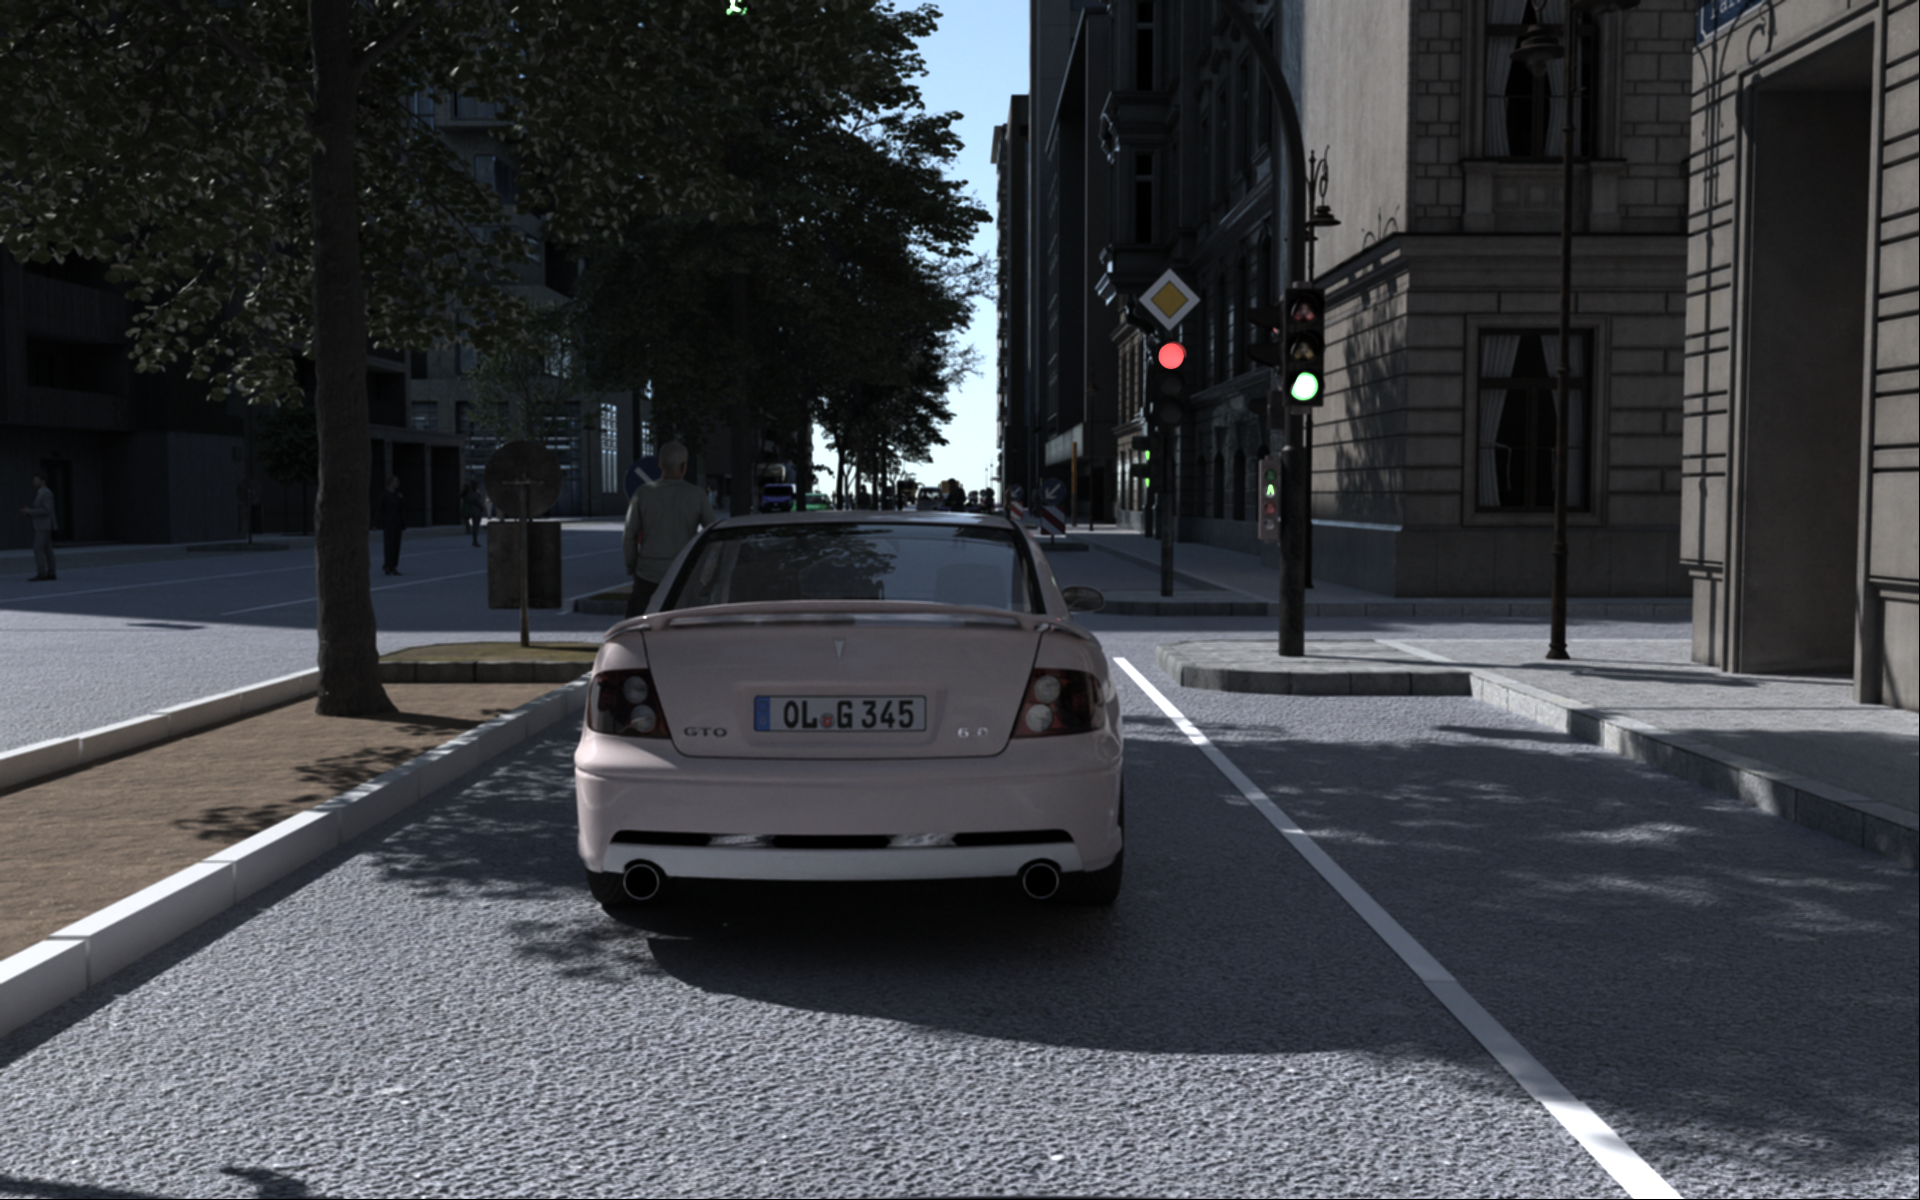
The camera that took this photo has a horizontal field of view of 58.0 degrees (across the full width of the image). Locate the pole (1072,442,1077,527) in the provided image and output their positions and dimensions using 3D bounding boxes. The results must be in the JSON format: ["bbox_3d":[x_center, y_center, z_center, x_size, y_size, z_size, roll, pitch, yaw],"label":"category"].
[{"bbox_3d":[4.510,-4.553,68.291,0.158,3.312,0.155,0,3,0],"label":"pole"}]

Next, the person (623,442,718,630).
[{"bbox_3d":[-1.795,-0.134,11.174,0.782,1.767,0.515,-1,4,-12],"label":"person"}]

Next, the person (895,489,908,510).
[{"bbox_3d":[-3.371,-5.466,98.592,1.217,1.735,0.721,3,5,42],"label":"person"}]

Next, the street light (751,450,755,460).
[{"bbox_3d":[-20.571,-12.197,172.210,0.468,5.910,1.993,0,4,0],"label":"street light"}]

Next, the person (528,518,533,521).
[{"bbox_3d":[-14.578,-3.027,58.252,0.793,1.790,0.793,0,4,-3],"label":"person"}]

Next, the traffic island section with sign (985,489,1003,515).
[{"bbox_3d":[2.138,-3.828,71.214,1.989,1.847,2.006,0,4,0],"label":"traffic island section with sign"}]

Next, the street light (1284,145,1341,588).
[{"bbox_3d":[4.735,-3.098,23.437,0.468,5.910,1.993,0,4,0],"label":"street light"}]

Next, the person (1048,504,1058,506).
[{"bbox_3d":[4.264,-4.466,79.306,0.600,1.795,0.529,2,4,26],"label":"person"}]

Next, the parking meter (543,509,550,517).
[{"bbox_3d":[-22.787,-5.323,95.438,0.372,1.533,0.369,0,3,0],"label":"parking meter"}]

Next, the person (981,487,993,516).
[{"bbox_3d":[1.554,-5.254,94.583,0.728,1.800,0.709,3,5,43],"label":"person"}]

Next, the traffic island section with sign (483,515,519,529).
[{"bbox_3d":[-18.278,-3.810,70.925,1.989,1.847,2.006,0,4,0],"label":"traffic island section with sign"}]

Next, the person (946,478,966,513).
[{"bbox_3d":[-0.115,-2.289,45.725,0.447,1.846,0.655,-3,5,-42],"label":"person"}]

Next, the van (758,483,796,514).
[{"bbox_3d":[-10.785,-6.074,103.701,2.240,2.365,5.245,0,4,-1],"label":"van"}]

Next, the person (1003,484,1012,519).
[{"bbox_3d":[1.898,-3.741,69.575,0.836,1.842,0.656,-2,4,-35],"label":"person"}]

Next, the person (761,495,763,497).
[{"bbox_3d":[-15.465,-7.849,137.538,1.217,1.736,0.721,-1,4,-15],"label":"person"}]

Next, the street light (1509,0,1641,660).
[{"bbox_3d":[4.656,-2.479,13.312,0.468,5.910,1.993,0,4,0],"label":"street light"}]

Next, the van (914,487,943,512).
[{"bbox_3d":[-1.745,-5.819,102.148,2.013,2.044,4.112,0,4,-1],"label":"van"}]

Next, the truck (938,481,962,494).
[{"bbox_3d":[-1.391,-15.356,246.995,3.469,3.379,9.791,0,3,0],"label":"truck"}]

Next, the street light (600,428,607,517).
[{"bbox_3d":[-20.344,-7.681,98.367,0.468,5.910,1.993,0,4,0],"label":"street light"}]

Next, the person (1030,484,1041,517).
[{"bbox_3d":[4.184,-5.443,94.915,0.514,1.842,0.818,-3,5,-39],"label":"person"}]

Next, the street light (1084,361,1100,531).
[{"bbox_3d":[4.556,-5.331,59.946,0.468,5.910,1.993,0,4,0],"label":"street light"}]

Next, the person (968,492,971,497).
[{"bbox_3d":[1.494,-15.053,254.638,0.705,1.821,1.348,2,4,33],"label":"person"}]

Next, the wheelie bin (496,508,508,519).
[{"bbox_3d":[-23.403,-4.936,88.613,0.693,1.594,0.980,3,5,44],"label":"wheelie bin"}]

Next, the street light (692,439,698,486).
[{"bbox_3d":[-20.565,-9.920,134.980,0.468,5.910,1.993,0,4,0],"label":"street light"}]

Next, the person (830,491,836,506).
[{"bbox_3d":[-15.253,-12.273,209.121,0.705,1.831,1.348,2,4,31],"label":"person"}]

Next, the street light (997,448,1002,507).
[{"bbox_3d":[4.110,-12.822,182.422,0.468,5.910,1.993,0,4,0],"label":"street light"}]

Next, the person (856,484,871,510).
[{"bbox_3d":[-3.193,-2.951,57.293,0.519,1.759,0.362,0,4,-7],"label":"person"}]

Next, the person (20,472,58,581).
[{"bbox_3d":[-15.286,-1.223,28.700,0.583,1.804,0.606,-3,4,-38],"label":"person"}]

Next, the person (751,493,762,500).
[{"bbox_3d":[-13.872,-6.673,117.233,1.348,1.869,0.705,2,4,28],"label":"person"}]

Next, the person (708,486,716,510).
[{"bbox_3d":[-11.672,-4.489,81.910,0.620,1.820,0.660,0,4,-3],"label":"person"}]

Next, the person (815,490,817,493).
[{"bbox_3d":[-13.548,-9.442,162.821,1.348,1.831,0.705,1,4,9],"label":"person"}]

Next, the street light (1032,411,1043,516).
[{"bbox_3d":[4.358,-7.780,99.992,0.468,5.910,1.993,0,4,0],"label":"street light"}]

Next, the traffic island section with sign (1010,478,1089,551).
[{"bbox_3d":[2.223,-2.179,44.259,1.989,1.847,2.006,0,4,0],"label":"traffic island section with sign"}]

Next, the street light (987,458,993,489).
[{"bbox_3d":[3.992,-15.055,218.932,0.468,5.910,1.993,0,4,0],"label":"street light"}]

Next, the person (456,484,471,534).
[{"bbox_3d":[-17.532,-3.234,61.620,0.600,1.795,0.529,1,4,18],"label":"person"}]

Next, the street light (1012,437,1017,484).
[{"bbox_3d":[4.320,-10.013,136.503,0.468,5.910,1.993,0,4,0],"label":"street light"}]

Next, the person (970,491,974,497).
[{"bbox_3d":[1.587,-12.803,217.701,0.599,1.838,0.709,1,4,14],"label":"person"}]

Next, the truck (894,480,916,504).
[{"bbox_3d":[-7.595,-15.231,244.949,3.469,3.379,9.791,0,3,0],"label":"truck"}]

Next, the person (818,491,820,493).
[{"bbox_3d":[-13.772,-9.763,169.037,0.541,1.710,0.530,-1,4,-16],"label":"person"}]

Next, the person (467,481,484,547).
[{"bbox_3d":[-12.960,-2.312,46.581,0.520,1.790,0.573,2,4,30],"label":"person"}]

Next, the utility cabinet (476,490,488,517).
[{"bbox_3d":[-26.297,-5.293,95.215,0.318,1.500,1.173,1,4,13],"label":"utility cabinet"}]

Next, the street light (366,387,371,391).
[{"bbox_3d":[-20.285,-5.231,58.320,0.468,5.910,1.993,0,4,0],"label":"street light"}]

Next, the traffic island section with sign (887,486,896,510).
[{"bbox_3d":[-3.942,-5.407,96.547,2.006,1.907,1.989,0,4,0],"label":"traffic island section with sign"}]

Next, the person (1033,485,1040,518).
[{"bbox_3d":[4.128,-5.352,93.818,0.573,1.790,0.520,-3,5,-44],"label":"person"}]

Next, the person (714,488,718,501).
[{"bbox_3d":[-23.475,-9.900,167.770,0.599,1.838,0.709,3,4,38],"label":"person"}]

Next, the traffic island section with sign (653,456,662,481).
[{"bbox_3d":[-3.693,-0.812,21.409,2.006,1.907,1.989,0,4,0],"label":"traffic island section with sign"}]

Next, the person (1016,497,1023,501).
[{"bbox_3d":[4.373,-7.736,133.240,1.217,1.735,0.721,-3,4,-37],"label":"person"}]

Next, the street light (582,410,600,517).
[{"bbox_3d":[-20.315,-7.467,94.879,0.468,5.910,1.993,0,4,0],"label":"street light"}]

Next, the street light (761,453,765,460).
[{"bbox_3d":[-20.616,-12.767,181.526,0.468,5.910,1.993,0,4,0],"label":"street light"}]

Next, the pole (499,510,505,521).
[{"bbox_3d":[-19.817,-4.955,74.862,0.158,3.312,0.155,0,3,0],"label":"pole"}]

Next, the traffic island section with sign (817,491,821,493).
[{"bbox_3d":[-18.795,-13.610,231.145,1.989,1.847,2.006,0,4,0],"label":"traffic island section with sign"}]

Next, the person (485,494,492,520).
[{"bbox_3d":[-23.631,-4.683,86.884,0.425,1.301,0.394,0,4,3],"label":"person"}]

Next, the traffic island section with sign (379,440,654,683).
[{"bbox_3d":[-3.679,-0.359,14.002,2.006,1.907,1.989,0,4,0],"label":"traffic island section with sign"}]

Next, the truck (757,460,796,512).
[{"bbox_3d":[-15.493,-9.563,145.265,2.839,4.237,11.283,0,4,1],"label":"truck"}]

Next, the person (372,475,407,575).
[{"bbox_3d":[-10.096,-1.328,30.635,0.534,1.772,0.576,1,4,10],"label":"person"}]

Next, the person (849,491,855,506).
[{"bbox_3d":[-13.222,-12.396,211.692,1.217,1.766,0.721,3,4,38],"label":"person"}]

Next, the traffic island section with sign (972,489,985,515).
[{"bbox_3d":[1.968,-6.907,121.558,1.989,1.847,2.006,0,4,0],"label":"traffic island section with sign"}]

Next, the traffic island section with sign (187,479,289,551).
[{"bbox_3d":[-18.192,-2.157,43.892,1.989,1.847,2.006,0,4,0],"label":"traffic island section with sign"}]

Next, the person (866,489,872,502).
[{"bbox_3d":[-6.366,-6.617,116.699,0.705,1.823,1.348,-2,4,-32],"label":"person"}]
